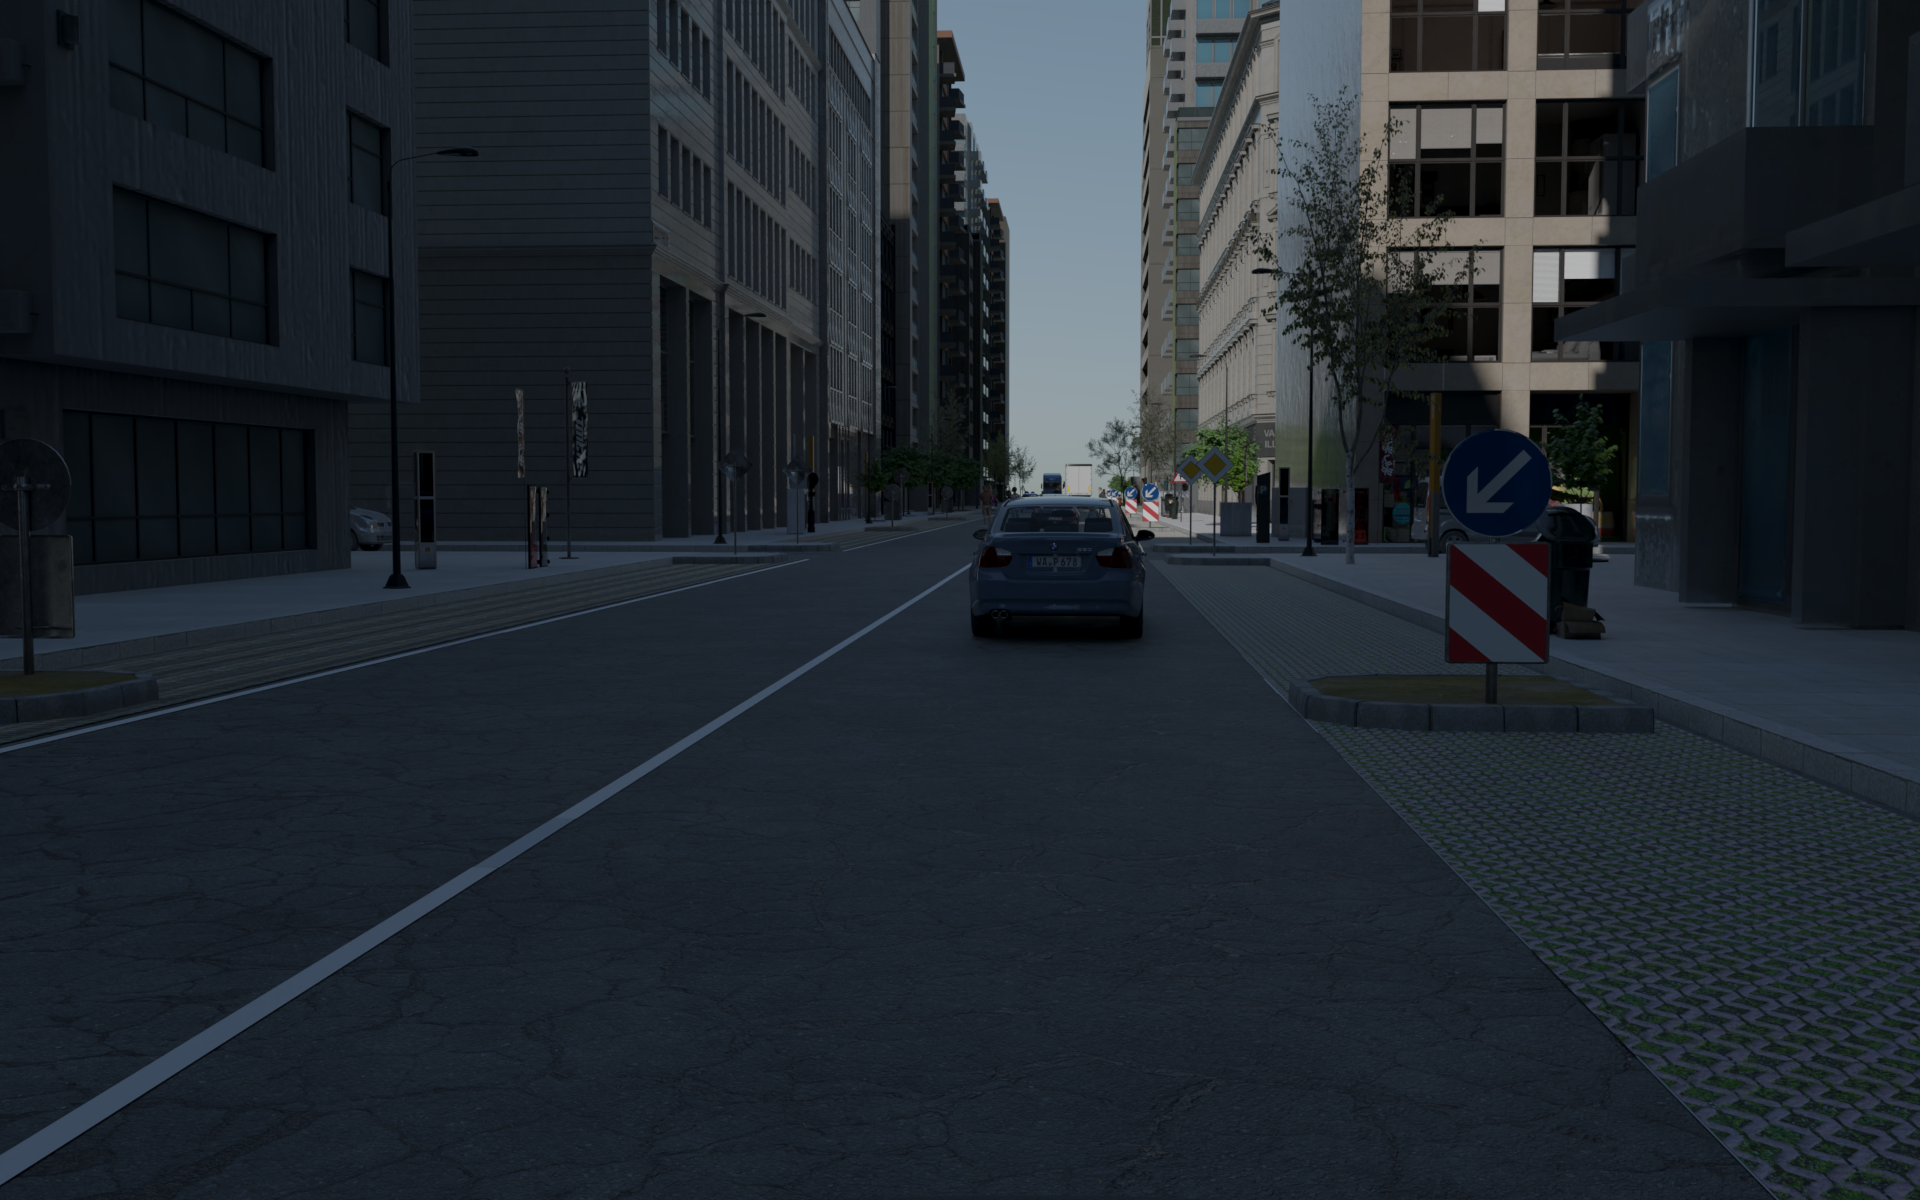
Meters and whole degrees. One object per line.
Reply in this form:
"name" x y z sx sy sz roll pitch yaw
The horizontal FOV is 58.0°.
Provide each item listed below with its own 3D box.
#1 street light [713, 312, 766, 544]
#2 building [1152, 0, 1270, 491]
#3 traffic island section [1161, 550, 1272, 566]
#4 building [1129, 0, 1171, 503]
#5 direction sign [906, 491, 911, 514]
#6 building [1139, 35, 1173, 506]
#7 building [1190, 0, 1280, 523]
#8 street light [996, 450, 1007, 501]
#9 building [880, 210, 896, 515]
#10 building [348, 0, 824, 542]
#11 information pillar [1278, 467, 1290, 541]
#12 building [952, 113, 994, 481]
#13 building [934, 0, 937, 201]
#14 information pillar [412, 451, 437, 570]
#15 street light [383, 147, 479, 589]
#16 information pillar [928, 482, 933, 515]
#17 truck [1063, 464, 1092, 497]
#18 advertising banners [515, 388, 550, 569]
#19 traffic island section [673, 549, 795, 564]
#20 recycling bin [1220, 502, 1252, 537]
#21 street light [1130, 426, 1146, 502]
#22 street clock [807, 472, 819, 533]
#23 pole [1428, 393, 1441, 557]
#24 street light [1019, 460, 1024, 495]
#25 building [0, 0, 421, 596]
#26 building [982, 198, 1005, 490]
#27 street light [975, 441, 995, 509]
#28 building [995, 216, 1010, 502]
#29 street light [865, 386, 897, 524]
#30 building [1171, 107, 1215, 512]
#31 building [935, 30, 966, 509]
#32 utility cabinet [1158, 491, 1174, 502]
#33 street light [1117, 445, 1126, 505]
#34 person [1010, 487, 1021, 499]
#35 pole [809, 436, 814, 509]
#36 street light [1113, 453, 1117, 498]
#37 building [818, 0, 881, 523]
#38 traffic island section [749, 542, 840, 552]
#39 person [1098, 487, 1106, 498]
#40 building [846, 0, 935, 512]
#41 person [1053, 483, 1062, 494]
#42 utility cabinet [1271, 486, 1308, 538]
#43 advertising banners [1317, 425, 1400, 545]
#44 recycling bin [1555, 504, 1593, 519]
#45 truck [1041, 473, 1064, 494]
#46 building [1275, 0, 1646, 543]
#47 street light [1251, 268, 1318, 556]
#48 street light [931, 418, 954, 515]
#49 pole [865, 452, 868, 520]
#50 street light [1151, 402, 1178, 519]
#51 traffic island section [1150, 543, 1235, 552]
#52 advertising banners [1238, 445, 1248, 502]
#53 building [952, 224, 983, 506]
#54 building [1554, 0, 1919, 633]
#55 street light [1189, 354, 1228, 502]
"street light" -5.649 -4.399 44.473 1.470 5.913 1.316 0 4 4
"building" 29.426 -32.655 153.520 23.786 49.044 30.456 0 4 4
"traffic island section" 5.292 -0.835 35.926 2.009 0.180 2.903 0 4 4
"building" 34.101 -49.091 240.889 20.563 71.187 20.611 0 4 4
"direction sign" -3.257 -7.186 109.495 0.876 3.537 0.379 -1 4 -12
"building" 29.955 -34.029 180.078 21.300 48.544 21.600 0 4 4
"building" 22.534 -19.512 95.432 17.030 29.872 44.131 0 4 4
"street light" 4.202 -12.835 182.388 1.470 5.913 1.316 0 4 4
"building" -10.841 -16.798 104.327 12.332 23.373 15.834 0 4 4
"building" -12.560 -17.334 60.908 11.434 29.767 29.804 0 4 4
"information pillar" 8.894 -2.632 47.522 0.304 2.012 0.304 1 4 11
"building" -7.963 -36.747 220.426 23.786 49.044 30.456 0 4 4
"building" -9.323 -30.037 141.208 14.600 45.320 14.200 0 4 4
"information pillar" -9.119 -1.530 29.506 0.304 2.012 0.304 -2 4 -31
"street light" -7.123 -3.108 23.351 1.470 5.913 1.316 0 4 4
"information pillar" -1.809 -6.142 104.910 0.304 2.012 0.304 0 4 -1
"truck" 11.330 -10.837 166.099 2.839 4.237 11.283 0 4 3
"advertising banners" -7.346 -2.052 29.730 0.090 3.025 2.074 0 4 0
"traffic island section" -4.773 -0.879 36.649 2.009 0.180 2.903 0 4 4
"recycling bin" 8.380 -2.450 52.605 0.722 1.027 0.722 -2 4 -24
"street light" 12.534 -8.916 118.315 1.470 5.913 1.316 0 4 4
"street clock" -4.958 -3.247 57.652 0.471 2.002 0.358 -3 5 -40
"pole" 9.622 -2.524 35.110 0.158 3.312 0.155 0 3 0
"street light" 8.016 -16.075 235.366 1.470 5.913 1.316 0 4 4
"building" -16.709 -15.572 26.298 14.107 30.474 14.160 0 4 4
"building" -4.985 -36.416 250.026 22.147 44.769 28.867 0 4 4
"street light" 2.047 -10.974 151.962 1.470 5.913 1.316 0 4 4
"building" 0.546 -37.985 271.163 14.600 45.320 14.200 0 4 4
"street light" -3.400 -6.260 74.891 1.470 5.913 1.316 0 4 4
"building" 23.199 -22.051 132.234 14.160 30.474 14.107 0 4 4
"building" -11.009 -31.087 162.893 22.147 44.769 28.867 0 4 4
"utility cabinet" 13.924 -6.652 117.440 1.173 1.500 0.318 2 4 28
"street light" 15.970 -11.745 164.568 1.470 5.913 1.316 0 4 4
"person" 2.176 -3.542 67.254 0.563 1.720 0.643 -2 4 -35
"pole" -5.230 -4.108 61.009 0.158 3.312 0.155 0 3 0
"street light" 18.055 -13.606 194.998 1.470 5.913 1.316 0 4 4
"building" -11.082 -16.381 85.845 12.078 24.808 19.932 0 4 4
"traffic island section" -4.203 -1.366 44.613 2.009 0.180 2.903 0 4 4
"person" 8.542 -5.934 105.294 0.755 1.850 0.659 -1 4 -11
"building" -9.406 -27.109 126.819 14.154 41.232 14.086 0 4 4
"person" 4.174 -3.950 72.449 0.474 1.900 0.648 -3 4 -37
"utility cabinet" 9.642 -2.556 50.471 1.173 1.500 0.318 3 5 45
"advertising banners" 10.035 -2.900 43.601 2.074 3.025 0.090 0 4 -4
"recycling bin" 15.504 -1.909 43.774 0.722 1.027 0.722 0 4 -2
"truck" 12.103 -14.647 229.238 2.967 4.110 18.799 0 4 2
"building" 27.943 -15.183 52.752 34.151 26.468 19.350 0 4 4
"street light" 6.686 -3.863 35.700 1.470 5.913 1.316 0 4 4
"street light" -1.169 -8.145 105.713 1.470 5.913 1.316 0 4 4
"pole" -4.483 -5.489 83.590 0.158 3.312 0.155 0 3 0
"street light" 10.371 -7.055 87.890 1.470 5.913 1.316 0 4 4
"traffic island section" 5.862 -1.322 43.891 2.009 0.180 2.903 0 4 4
"advertising banners" 9.995 -3.973 61.144 0.090 3.025 2.074 1 4 17
"building" -4.969 -25.242 184.401 14.160 30.474 14.107 0 4 4
"building" 18.080 -23.845 9.479 23.786 49.044 30.456 0 4 4
"street light" 8.287 -5.194 57.460 1.470 5.913 1.316 0 4 4
